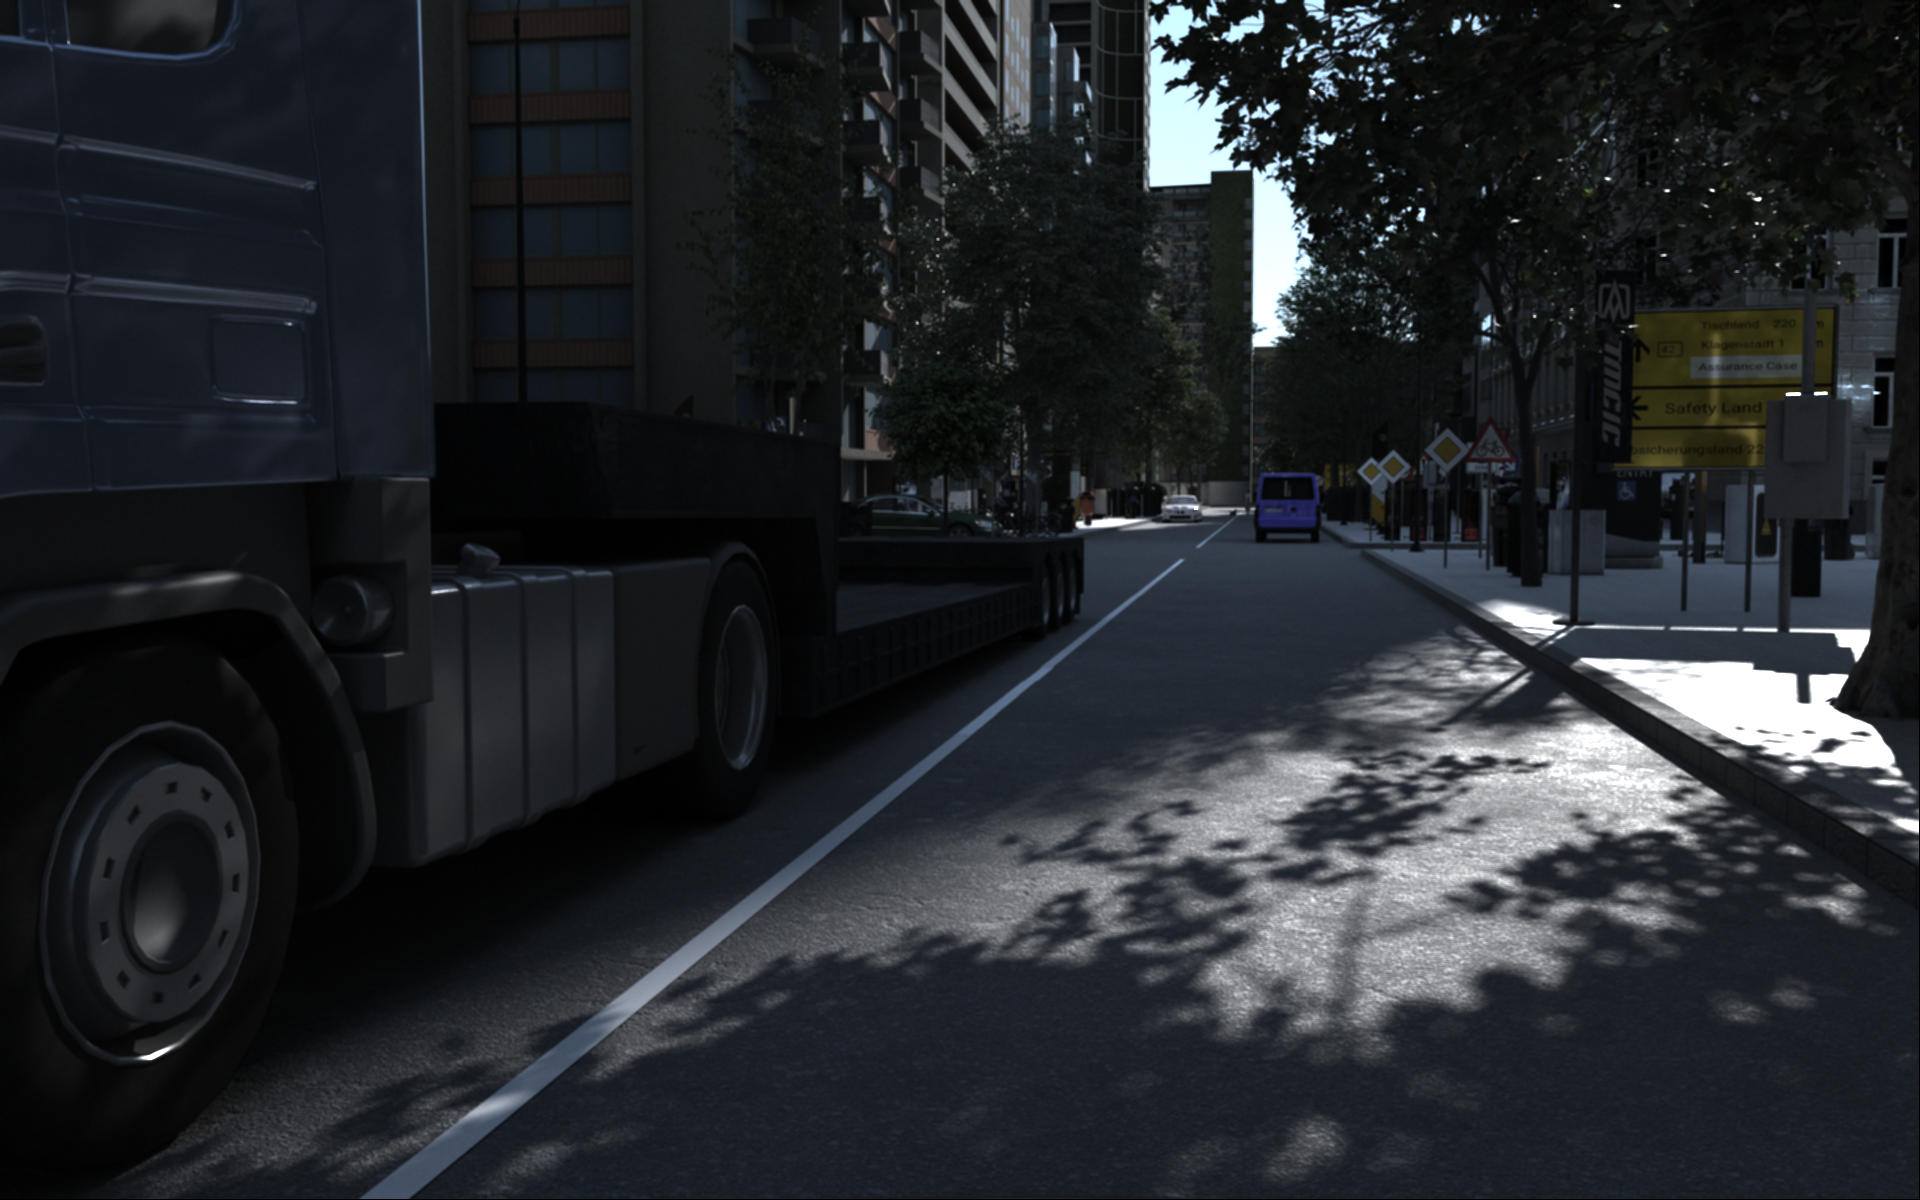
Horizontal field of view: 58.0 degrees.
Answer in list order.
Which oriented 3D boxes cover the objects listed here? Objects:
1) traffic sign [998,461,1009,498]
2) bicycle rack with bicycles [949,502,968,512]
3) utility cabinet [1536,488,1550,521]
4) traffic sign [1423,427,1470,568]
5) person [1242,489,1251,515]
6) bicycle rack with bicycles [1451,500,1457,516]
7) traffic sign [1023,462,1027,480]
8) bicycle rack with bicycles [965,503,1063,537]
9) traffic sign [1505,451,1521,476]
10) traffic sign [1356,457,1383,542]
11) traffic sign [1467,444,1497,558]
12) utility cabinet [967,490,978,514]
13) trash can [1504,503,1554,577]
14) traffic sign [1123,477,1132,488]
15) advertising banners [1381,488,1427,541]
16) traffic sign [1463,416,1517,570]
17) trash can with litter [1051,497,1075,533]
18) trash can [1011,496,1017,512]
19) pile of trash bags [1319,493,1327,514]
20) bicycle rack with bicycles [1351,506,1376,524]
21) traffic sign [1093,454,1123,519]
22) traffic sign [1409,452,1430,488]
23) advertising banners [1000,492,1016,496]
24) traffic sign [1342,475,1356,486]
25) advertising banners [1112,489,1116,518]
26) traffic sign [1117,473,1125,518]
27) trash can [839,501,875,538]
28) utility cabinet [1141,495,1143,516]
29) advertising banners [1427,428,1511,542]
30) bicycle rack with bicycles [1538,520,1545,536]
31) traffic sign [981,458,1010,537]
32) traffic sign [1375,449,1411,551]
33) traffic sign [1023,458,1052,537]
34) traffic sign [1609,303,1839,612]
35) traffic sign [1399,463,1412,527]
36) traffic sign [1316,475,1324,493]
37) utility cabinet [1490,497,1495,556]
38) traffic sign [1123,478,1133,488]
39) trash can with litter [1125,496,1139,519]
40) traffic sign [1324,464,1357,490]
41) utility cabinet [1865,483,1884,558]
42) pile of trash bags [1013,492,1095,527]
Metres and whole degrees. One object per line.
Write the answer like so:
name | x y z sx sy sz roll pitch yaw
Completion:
traffic sign | 1.421 -3.894 63.779 0.768 2.556 0.104 1 4 16
bicycle rack with bicycles | 0.082 -3.714 74.110 2.925 0.926 2.852 0 4 -7
utility cabinet | 21.983 -3.496 65.836 1.173 1.500 0.318 -3 5 -42
traffic sign | 8.423 -1.762 29.998 0.795 2.450 0.064 1 4 10
person | 19.446 -6.631 117.493 0.524 1.755 0.480 -2 4 -33
bicycle rack with bicycles | 30.847 -5.606 105.044 2.852 0.926 2.925 -1 4 -17
traffic sign | 2.539 -3.870 63.388 0.768 2.556 0.104 1 4 18
bicycle rack with bicycles | 1.733 -2.341 51.659 2.925 0.926 2.852 0 4 -2
traffic sign | 15.808 -3.056 50.071 0.768 2.556 0.104 1 4 15
traffic sign | 11.057 -2.627 46.597 0.795 2.450 0.064 1 4 10
traffic sign | 10.358 -1.975 34.420 0.606 2.300 0.079 1 4 11
utility cabinet | 0.639 -5.351 96.175 0.318 1.500 1.173 -1 4 -22
trash can | 8.822 -0.932 26.898 0.748 1.137 0.748 0 3 0
traffic sign | 10.672 -6.737 111.340 0.795 2.450 0.064 1 4 13
advertising banners | 12.483 -3.119 47.188 2.074 3.025 0.090 3 4 38
traffic sign | 8.878 -1.777 29.062 0.884 2.594 0.081 1 4 10
trash can with litter | 3.341 -2.820 57.491 0.624 1.170 1.055 -2 4 -33
trash can | 3.568 -6.297 114.606 0.748 1.137 0.748 0 3 0
pile of trash bags | 23.885 -6.414 114.616 1.912 1.369 3.447 1 4 15
bicycle rack with bicycles | 18.233 -3.763 74.906 2.852 0.926 2.925 -2 4 -24
traffic sign | 7.126 -5.751 87.908 2.265 3.308 0.079 1 4 15
traffic sign | 14.170 -3.240 52.981 0.884 2.594 0.081 1 4 17
advertising banners | 3.052 -7.663 121.471 2.074 3.025 0.090 0 4 -5
traffic sign | 25.402 -6.919 113.125 0.884 2.594 0.081 1 4 14
advertising banners | 8.518 -6.063 95.320 0.090 3.025 2.074 1 4 10
traffic sign | 8.564 -5.731 93.810 0.768 2.556 0.104 1 4 14
trash can | -2.020 -1.355 33.813 0.748 1.137 0.748 0 3 0
utility cabinet | 10.899 -5.615 102.964 0.306 1.237 1.020 3 5 39
advertising banners | 13.607 -3.059 46.195 2.074 3.025 0.090 0 4 3
bicycle rack with bicycles | 18.178 -2.474 53.830 2.925 0.926 2.852 0 4 -4
traffic sign | 0.770 -2.243 40.312 0.795 2.450 0.064 1 4 10
traffic sign | 9.675 -2.146 38.732 0.795 2.450 0.064 1 4 10
traffic sign | 2.152 -2.724 48.177 0.795 2.450 0.064 1 4 10
traffic sign | 8.270 -1.528 18.854 2.265 3.308 0.079 1 4 15
traffic sign | 17.283 -4.135 67.711 0.768 2.556 0.104 1 4 14
traffic sign | 24.154 -7.140 116.838 0.768 2.556 0.104 1 4 13
utility cabinet | 11.378 -1.531 36.192 0.306 1.237 1.020 2 4 32
traffic sign | 10.939 -6.766 112.753 0.606 2.300 0.079 1 4 11
trash can with litter | 8.964 -4.842 90.546 0.624 1.170 1.055 1 4 16
traffic sign | 25.601 -7.488 116.307 2.265 3.308 0.079 1 4 19
utility cabinet | 18.243 -1.575 34.432 0.318 1.500 1.173 1 4 21
pile of trash bags | 3.661 -3.598 68.586 3.447 1.369 1.912 1 4 15
